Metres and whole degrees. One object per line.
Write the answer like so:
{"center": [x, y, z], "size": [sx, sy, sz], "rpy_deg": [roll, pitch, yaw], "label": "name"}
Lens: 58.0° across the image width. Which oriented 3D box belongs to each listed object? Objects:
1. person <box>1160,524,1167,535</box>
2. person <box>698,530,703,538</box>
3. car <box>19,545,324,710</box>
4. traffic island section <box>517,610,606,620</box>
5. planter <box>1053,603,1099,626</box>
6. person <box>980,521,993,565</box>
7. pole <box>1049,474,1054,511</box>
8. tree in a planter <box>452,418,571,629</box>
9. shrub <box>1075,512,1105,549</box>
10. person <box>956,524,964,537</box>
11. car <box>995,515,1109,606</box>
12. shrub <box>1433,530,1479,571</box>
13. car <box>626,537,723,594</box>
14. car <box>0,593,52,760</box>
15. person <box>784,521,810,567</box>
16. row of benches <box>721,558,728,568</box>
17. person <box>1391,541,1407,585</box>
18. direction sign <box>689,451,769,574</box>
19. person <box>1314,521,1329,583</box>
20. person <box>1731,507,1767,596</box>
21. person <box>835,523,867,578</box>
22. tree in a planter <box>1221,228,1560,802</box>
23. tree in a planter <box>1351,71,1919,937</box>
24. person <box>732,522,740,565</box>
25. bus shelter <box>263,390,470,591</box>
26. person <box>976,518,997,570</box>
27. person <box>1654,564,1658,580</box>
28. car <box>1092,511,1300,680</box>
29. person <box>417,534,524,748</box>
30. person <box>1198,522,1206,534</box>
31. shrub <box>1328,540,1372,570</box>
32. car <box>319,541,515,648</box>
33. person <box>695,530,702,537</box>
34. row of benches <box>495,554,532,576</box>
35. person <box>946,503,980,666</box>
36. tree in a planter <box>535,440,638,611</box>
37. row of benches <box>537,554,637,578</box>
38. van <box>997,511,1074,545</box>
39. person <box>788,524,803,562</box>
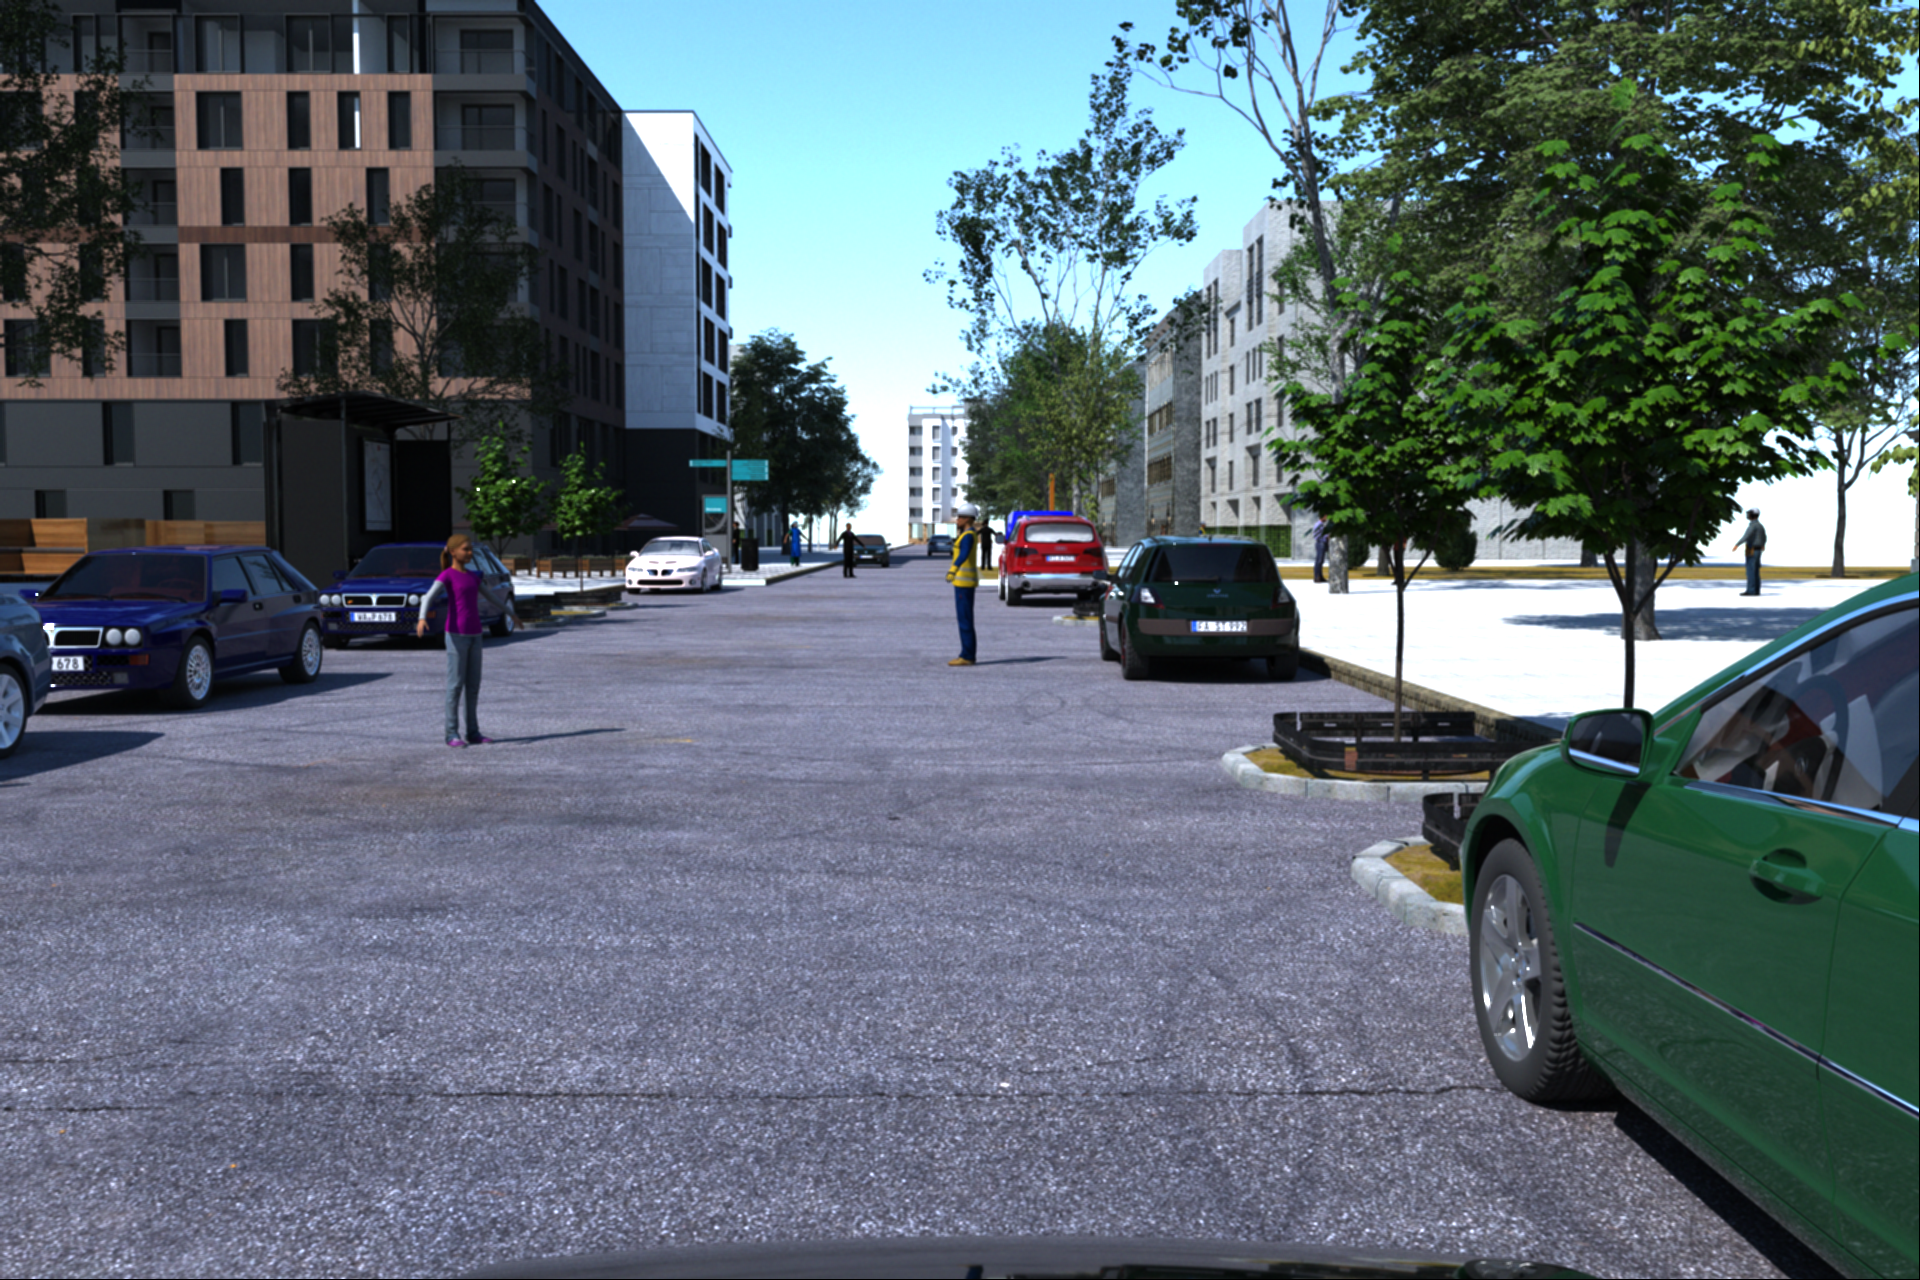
{"center": [9.488, -4.573, 81.577], "size": [0.721, 1.733, 1.217], "rpy_deg": [1, 4, 13], "label": "person"}
{"center": [-10.828, -4.141, 73.841], "size": [0.704, 1.812, 1.346], "rpy_deg": [2, 4, 33], "label": "person"}
{"center": [-7.084, -0.170, 15.361], "size": [1.945, 1.354, 3.894], "rpy_deg": [0, 4, 0], "label": "car"}
{"center": [-7.190, -0.426, 29.834], "size": [1.991, 0.108, 1.994], "rpy_deg": [0, 4, 0], "label": "traffic island section"}
{"center": [2.510, -0.413, 27.894], "size": [1.991, 0.319, 1.994], "rpy_deg": [0, 4, -1], "label": "planter"}
{"center": [1.043, -3.948, 70.735], "size": [0.705, 1.806, 1.347], "rpy_deg": [-1, 4, -18], "label": "person"}
{"center": [3.100, -3.956, 58.516], "size": [0.158, 3.312, 0.155], "rpy_deg": [0, 3, 0], "label": "pole"}
{"center": [-7.172, -1.819, 26.962], "size": [1.991, 3.239, 1.994], "rpy_deg": [0, 4, -1], "label": "tree in a planter"}
{"center": [4.182, -3.426, 60.055], "size": [1.661, 2.075, 1.752], "rpy_deg": [0, 3, 0], "label": "shrub"}
{"center": [0.047, -2.106, 42.663], "size": [0.705, 1.856, 1.354], "rpy_deg": [0, 4, 2], "label": "person"}
{"center": [1.889, -1.671, 35.988], "size": [2.281, 1.827, 5.304], "rpy_deg": [0, 4, -1], "label": "car"}
{"center": [17.325, -3.439, 60.648], "size": [1.690, 2.028, 1.600], "rpy_deg": [0, 3, 0], "label": "shrub"}
{"center": [-7.017, -1.866, 42.872], "size": [2.083, 1.381, 4.827], "rpy_deg": [0, 4, 0], "label": "car"}
{"center": [-6.934, 0.139, 9.732], "size": [2.014, 1.417, 4.499], "rpy_deg": [0, 3, 0], "label": "car"}
{"center": [-6.467, -3.805, 68.336], "size": [0.704, 1.817, 1.347], "rpy_deg": [3, 5, 42], "label": "person"}
{"center": [-9.922, -2.905, 62.956], "size": [1.422, 0.672, 4.104], "rpy_deg": [2, 4, 30], "label": "row of benches"}
{"center": [10.988, -2.251, 43.605], "size": [0.721, 1.729, 1.215], "rpy_deg": [0, 4, -6], "label": "person"}
{"center": [-7.392, -4.116, 56.058], "size": [2.525, 3.948, 1.411], "rpy_deg": [0, 4, 0], "label": "direction sign"}
{"center": [9.616, -2.425, 45.568], "size": [0.599, 1.838, 0.709], "rpy_deg": [2, 4, 24], "label": "person"}
{"center": [16.464, -1.845, 36.012], "size": [1.345, 1.849, 0.704], "rpy_deg": [-3, 5, -40], "label": "person"}
{"center": [-3.637, -2.948, 56.879], "size": [1.346, 1.802, 0.704], "rpy_deg": [-3, 5, -45], "label": "person"}
{"center": [2.598, -0.792, 10.168], "size": [1.991, 3.239, 1.994], "rpy_deg": [0, 3, 0], "label": "tree in a planter"}
{"center": [2.624, -0.582, 6.743], "size": [1.991, 3.239, 1.994], "rpy_deg": [0, 4, 0], "label": "tree in a planter"}
{"center": [-9.451, -4.086, 72.997], "size": [0.705, 1.806, 1.347], "rpy_deg": [0, 4, -7], "label": "person"}
{"center": [-10.549, -2.448, 31.315], "size": [1.731, 3.624, 6.357], "rpy_deg": [0, 4, 0], "label": "bus shelter"}
{"center": [0.948, -3.397, 61.481], "size": [1.347, 1.837, 0.705], "rpy_deg": [1, 4, 17], "label": "person"}
{"center": [10.343, -1.034, 26.146], "size": [0.628, 1.438, 0.799], "rpy_deg": [-1, 4, -12], "label": "person"}
{"center": [2.450, -0.526, 18.394], "size": [2.009, 1.686, 4.222], "rpy_deg": [0, 3, 0], "label": "car"}
{"center": [-3.315, 0.001, 11.712], "size": [0.599, 1.433, 0.991], "rpy_deg": [2, 4, 27], "label": "person"}
{"center": [10.683, -4.286, 76.050], "size": [0.705, 1.833, 1.349], "rpy_deg": [1, 4, 22], "label": "person"}
{"center": [13.816, -3.521, 61.602], "size": [1.661, 2.075, 1.752], "rpy_deg": [0, 3, 0], "label": "shrub"}
{"center": [-7.145, -0.634, 22.954], "size": [1.945, 1.354, 3.894], "rpy_deg": [0, 4, 0], "label": "car"}
{"center": [-11.543, -4.460, 78.775], "size": [1.347, 1.847, 0.705], "rpy_deg": [1, 4, 10], "label": "person"}
{"center": [-14.788, -2.368, 54.173], "size": [4.104, 0.672, 1.422], "rpy_deg": [3, 5, 41], "label": "row of benches"}
{"center": [-0.016, -0.614, 18.967], "size": [0.721, 1.772, 1.216], "rpy_deg": [0, 4, 7], "label": "person"}
{"center": [-7.243, -2.191, 33.047], "size": [1.991, 3.239, 1.994], "rpy_deg": [0, 4, 0], "label": "tree in a planter"}
{"center": [-10.859, -2.226, 51.857], "size": [1.422, 0.672, 4.104], "rpy_deg": [3, 4, 36], "label": "row of benches"}
{"center": [2.191, -2.683, 48.258], "size": [2.240, 2.365, 5.245], "rpy_deg": [0, 3, 0], "label": "van"}
{"center": [-7.344, -4.309, 77.178], "size": [0.721, 1.740, 1.216], "rpy_deg": [-2, 4, -34], "label": "person"}
